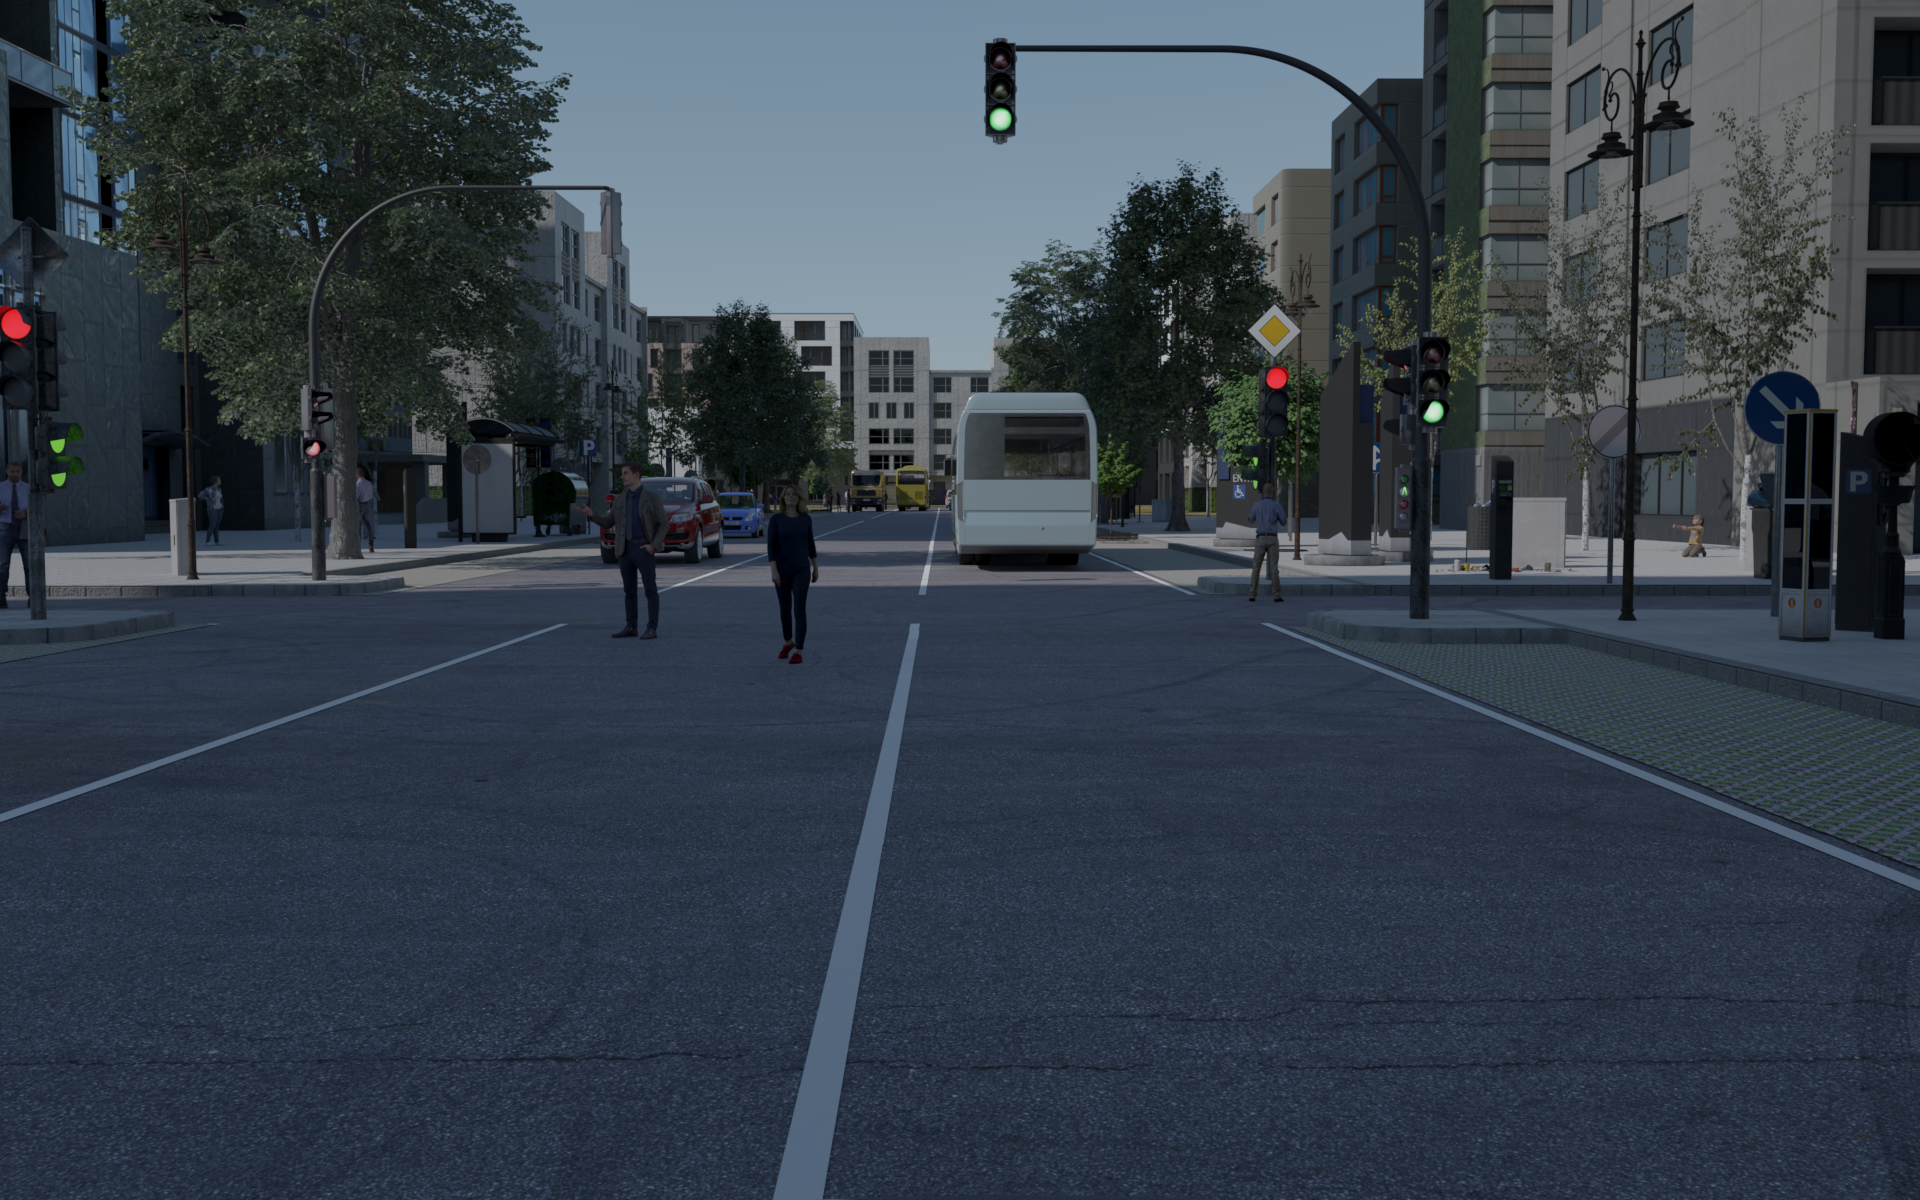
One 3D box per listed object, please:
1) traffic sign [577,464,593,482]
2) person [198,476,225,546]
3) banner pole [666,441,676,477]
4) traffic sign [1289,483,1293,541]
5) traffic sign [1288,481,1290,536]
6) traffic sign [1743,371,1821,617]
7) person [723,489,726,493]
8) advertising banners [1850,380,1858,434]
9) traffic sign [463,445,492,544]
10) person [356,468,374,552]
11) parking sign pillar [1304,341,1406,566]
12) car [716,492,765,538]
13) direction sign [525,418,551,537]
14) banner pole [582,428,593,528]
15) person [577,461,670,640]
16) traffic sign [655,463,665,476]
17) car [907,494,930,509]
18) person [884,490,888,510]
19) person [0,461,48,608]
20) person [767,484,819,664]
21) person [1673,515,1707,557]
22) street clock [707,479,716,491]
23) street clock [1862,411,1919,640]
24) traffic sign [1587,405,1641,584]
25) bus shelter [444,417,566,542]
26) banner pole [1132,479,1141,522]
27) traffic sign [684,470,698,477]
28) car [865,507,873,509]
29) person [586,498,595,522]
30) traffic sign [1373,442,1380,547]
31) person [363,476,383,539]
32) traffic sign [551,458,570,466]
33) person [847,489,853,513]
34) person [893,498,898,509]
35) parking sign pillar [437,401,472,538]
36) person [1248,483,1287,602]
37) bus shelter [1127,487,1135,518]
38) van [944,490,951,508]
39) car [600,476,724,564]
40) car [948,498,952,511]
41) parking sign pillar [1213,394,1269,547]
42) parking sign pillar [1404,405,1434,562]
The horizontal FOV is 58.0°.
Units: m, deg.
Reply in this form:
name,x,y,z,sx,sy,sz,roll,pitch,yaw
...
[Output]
name,x,y,z,sx,sy,sz,roll,pitch,yaw
traffic sign,-15.686,-4.414,72.276,0.768,2.556,0.104,0,4,0
person,-18.520,-2.216,42.991,0.376,1.734,0.841,1,4,14
banner pole,-13.624,-5.612,81.775,0.863,3.779,0.401,3,5,40
traffic sign,8.973,-2.864,46.939,0.768,2.556,0.104,0,4,6
traffic sign,10.036,-3.218,52.715,0.768,2.556,0.104,0,4,1
traffic sign,8.533,-1.098,18.061,0.768,2.556,0.104,0,4,6
person,-11.919,-4.887,88.150,0.499,1.552,0.429,0,4,-5
advertising banners,14.341,-1.919,27.562,0.090,3.025,2.074,3,4,38
traffic sign,-12.443,-2.723,44.631,0.768,2.556,0.104,0,4,6
person,-13.163,-1.953,37.845,0.599,1.838,0.709,2,4,27
parking sign pillar,6.981,-2.622,31.339,1.447,3.967,1.447,-1,4,-14
car,-7.423,-2.919,57.316,1.945,1.707,3.694,0,4,-2
direction sign,-12.556,-3.646,51.613,0.876,3.537,0.379,2,4,23
banner pole,-14.244,-4.661,66.223,0.401,3.779,0.863,1,4,17
person,-3.316,-0.493,17.089,0.617,1.759,0.750,3,4,37
traffic sign,-12.501,-4.349,71.208,0.768,2.556,0.104,0,4,5
car,-4.024,-9.533,164.536,2.281,1.827,5.304,0,4,1
person,-6.837,-9.148,158.100,0.705,1.821,1.348,1,4,20
person,-11.746,-0.806,21.547,0.709,1.838,0.599,-2,4,-31
person,-1.458,-0.233,14.846,0.480,1.512,0.613,-2,4,-28
person,14.850,-1.297,35.181,0.695,0.859,0.347,-2,4,-25
street clock,-12.108,-4.871,84.208,0.471,2.002,0.358,-1,4,-17
street clock,8.239,-0.656,15.300,0.471,2.002,0.358,0,4,5
traffic sign,9.323,-1.509,24.774,0.768,2.556,0.104,0,4,1
bus shelter,-12.617,-3.338,48.495,2.014,3.302,5.546,0,4,-1
banner pole,8.025,-5.418,78.599,0.401,3.779,0.863,3,5,42
traffic sign,-14.106,-5.552,90.889,0.768,2.556,0.104,0,3,0
car,-8.241,-9.489,165.372,2.015,1.641,3.980,0,4,-2
person,-17.197,-4.361,79.303,0.963,1.587,0.435,-1,4,-20
traffic sign,10.164,-2.580,42.295,0.768,2.556,0.104,0,4,2
person,-16.900,-2.651,49.528,0.875,1.805,0.789,0,4,-7
traffic sign,-13.904,-3.684,60.343,0.768,2.556,0.104,1,4,9
person,-8.451,-7.573,132.327,0.705,1.822,1.348,1,4,8
person,-6.126,-9.636,169.275,0.991,1.433,0.599,2,4,34
parking sign pillar,-14.707,-3.831,51.104,1.447,3.967,1.447,-3,4,-38
person,4.080,-0.765,23.074,0.516,1.574,0.319,2,4,24
bus shelter,8.788,-6.299,96.909,2.014,3.302,5.546,0,4,0
van,-0.598,-10.184,173.519,2.013,2.044,4.112,0,4,1
car,-6.359,-1.756,37.376,2.281,1.827,5.304,0,4,0
car,-0.068,-8.517,151.835,1.945,1.354,3.894,0,4,-2
parking sign pillar,6.921,-3.289,42.252,1.447,3.967,1.447,3,5,41
parking sign pillar,8.412,-2.746,33.377,1.447,3.967,1.447,0,4,4
